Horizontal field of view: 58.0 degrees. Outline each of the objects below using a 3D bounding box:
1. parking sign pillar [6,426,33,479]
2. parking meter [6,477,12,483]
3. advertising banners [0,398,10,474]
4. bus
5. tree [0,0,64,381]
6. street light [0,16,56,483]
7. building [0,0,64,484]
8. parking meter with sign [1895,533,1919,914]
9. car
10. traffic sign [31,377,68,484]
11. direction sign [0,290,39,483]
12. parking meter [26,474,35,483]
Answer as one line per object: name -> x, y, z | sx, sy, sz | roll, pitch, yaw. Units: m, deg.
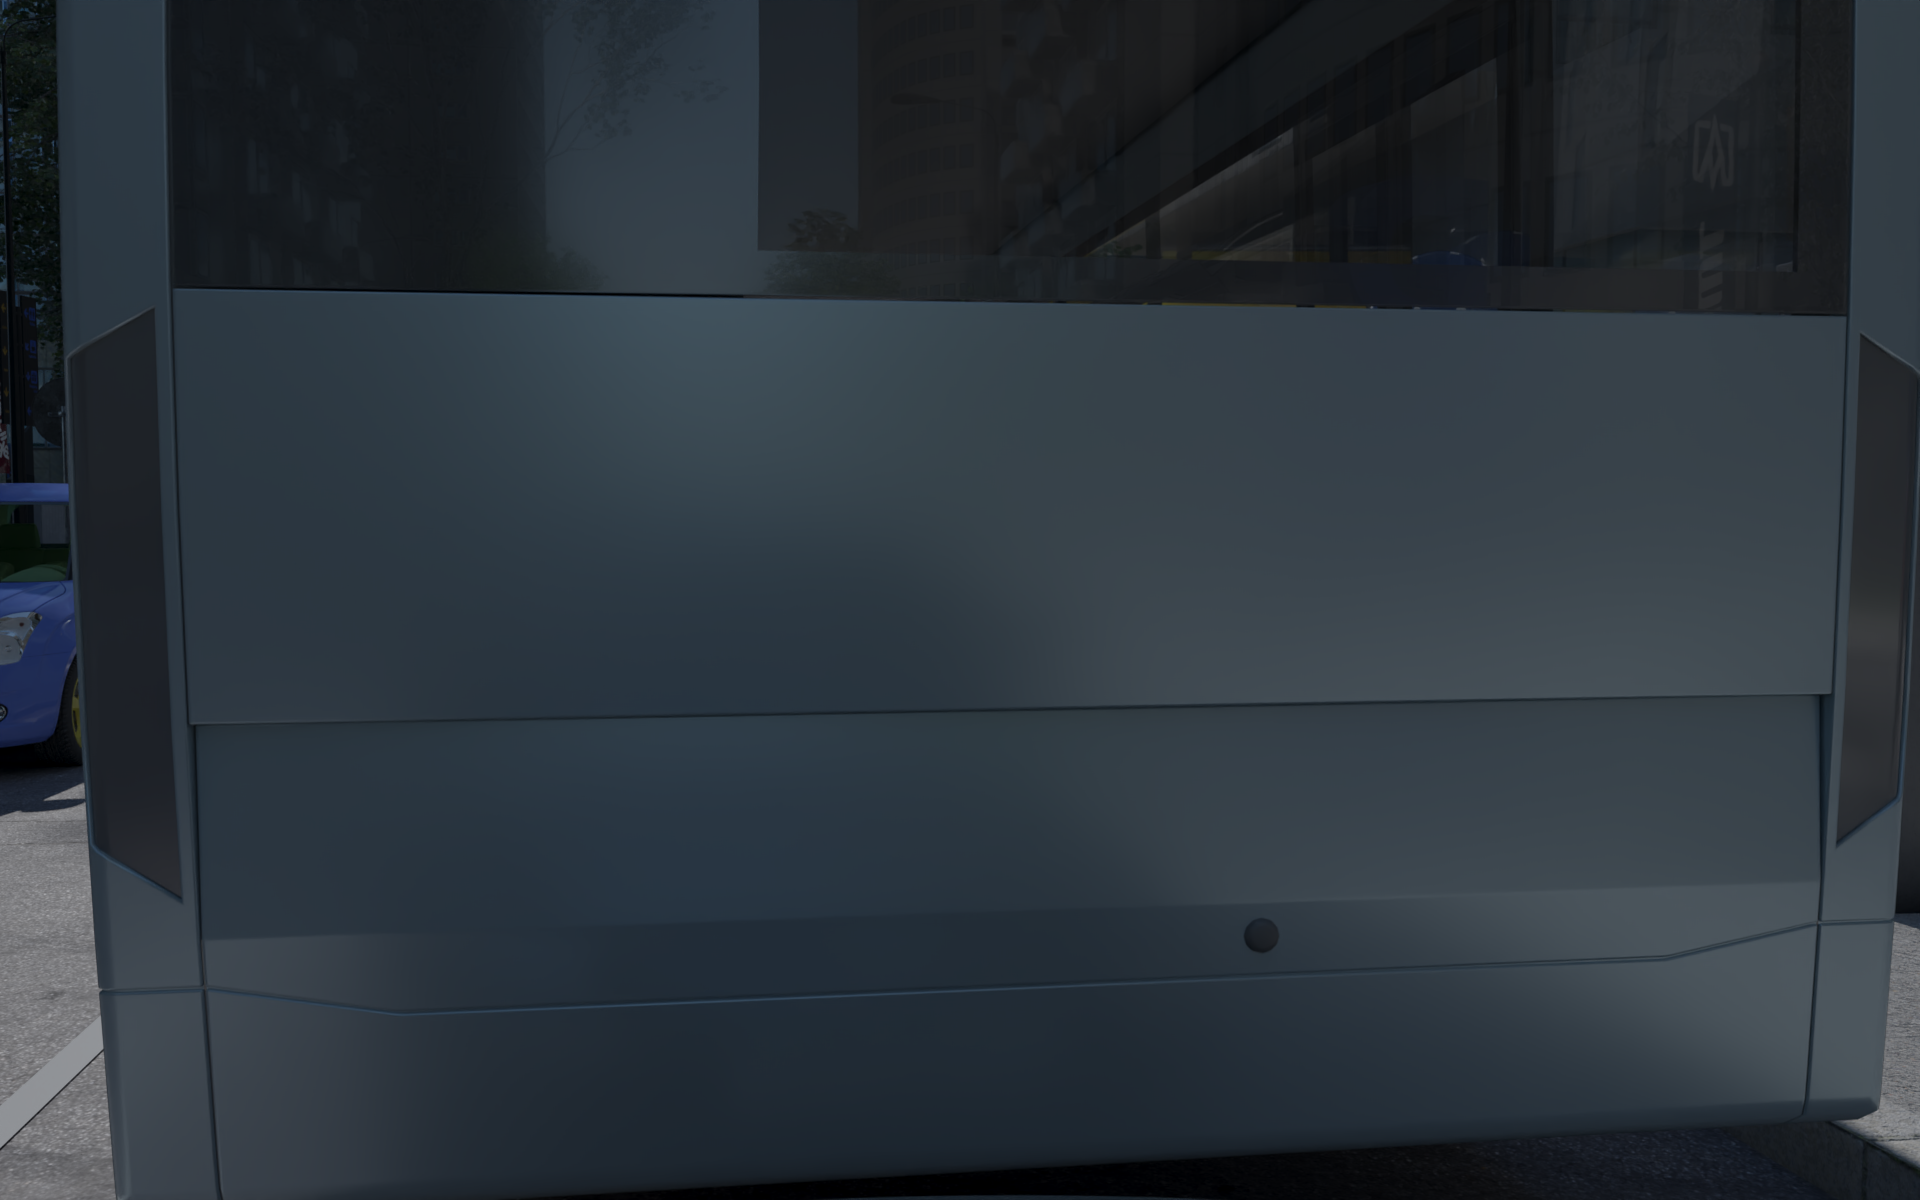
parking sign pillar -> -35.587, -4.715, 65.569 | 1.447, 3.967, 1.447 | 0, 4, -1
parking meter -> -31.453, -3.168, 57.505 | 0.255, 1.863, 0.399 | 0, 4, -6
advertising banners -> -12.598, -1.586, 22.124 | 0.090, 3.025, 2.074 | 0, 4, -2
bus -> -0.838, -0.856, 8.863 | 2.948, 3.499, 13.247 | -1, 4, -9
tree -> -12.386, -7.540, 29.941 | 9.857, 13.997, 8.962 | 0, 3, 0
street light -> -8.513, -2.695, 16.605 | 1.470, 5.913, 1.316 | -1, 4, -9
building -> -37.358, -47.216, 84.655 | 22.319, 86.520, 31.000 | -1, 4, -9
parking meter with sign -> 2.986, -0.568, 5.547 | 0.543, 3.016, 1.738 | 0, 4, -2
car -> -5.592, -0.032, 10.109 | 1.945, 1.707, 3.694 | -1, 4, -8
traffic sign -> -9.732, -1.149, 18.894 | 0.768, 2.556, 0.104 | 0, 4, -2
direction sign -> -10.675, -1.695, 19.709 | 0.379, 3.537, 0.876 | 0, 4, -4
parking meter -> -24.877, -2.477, 46.212 | 0.399, 1.863, 0.255 | -3, 5, -41
